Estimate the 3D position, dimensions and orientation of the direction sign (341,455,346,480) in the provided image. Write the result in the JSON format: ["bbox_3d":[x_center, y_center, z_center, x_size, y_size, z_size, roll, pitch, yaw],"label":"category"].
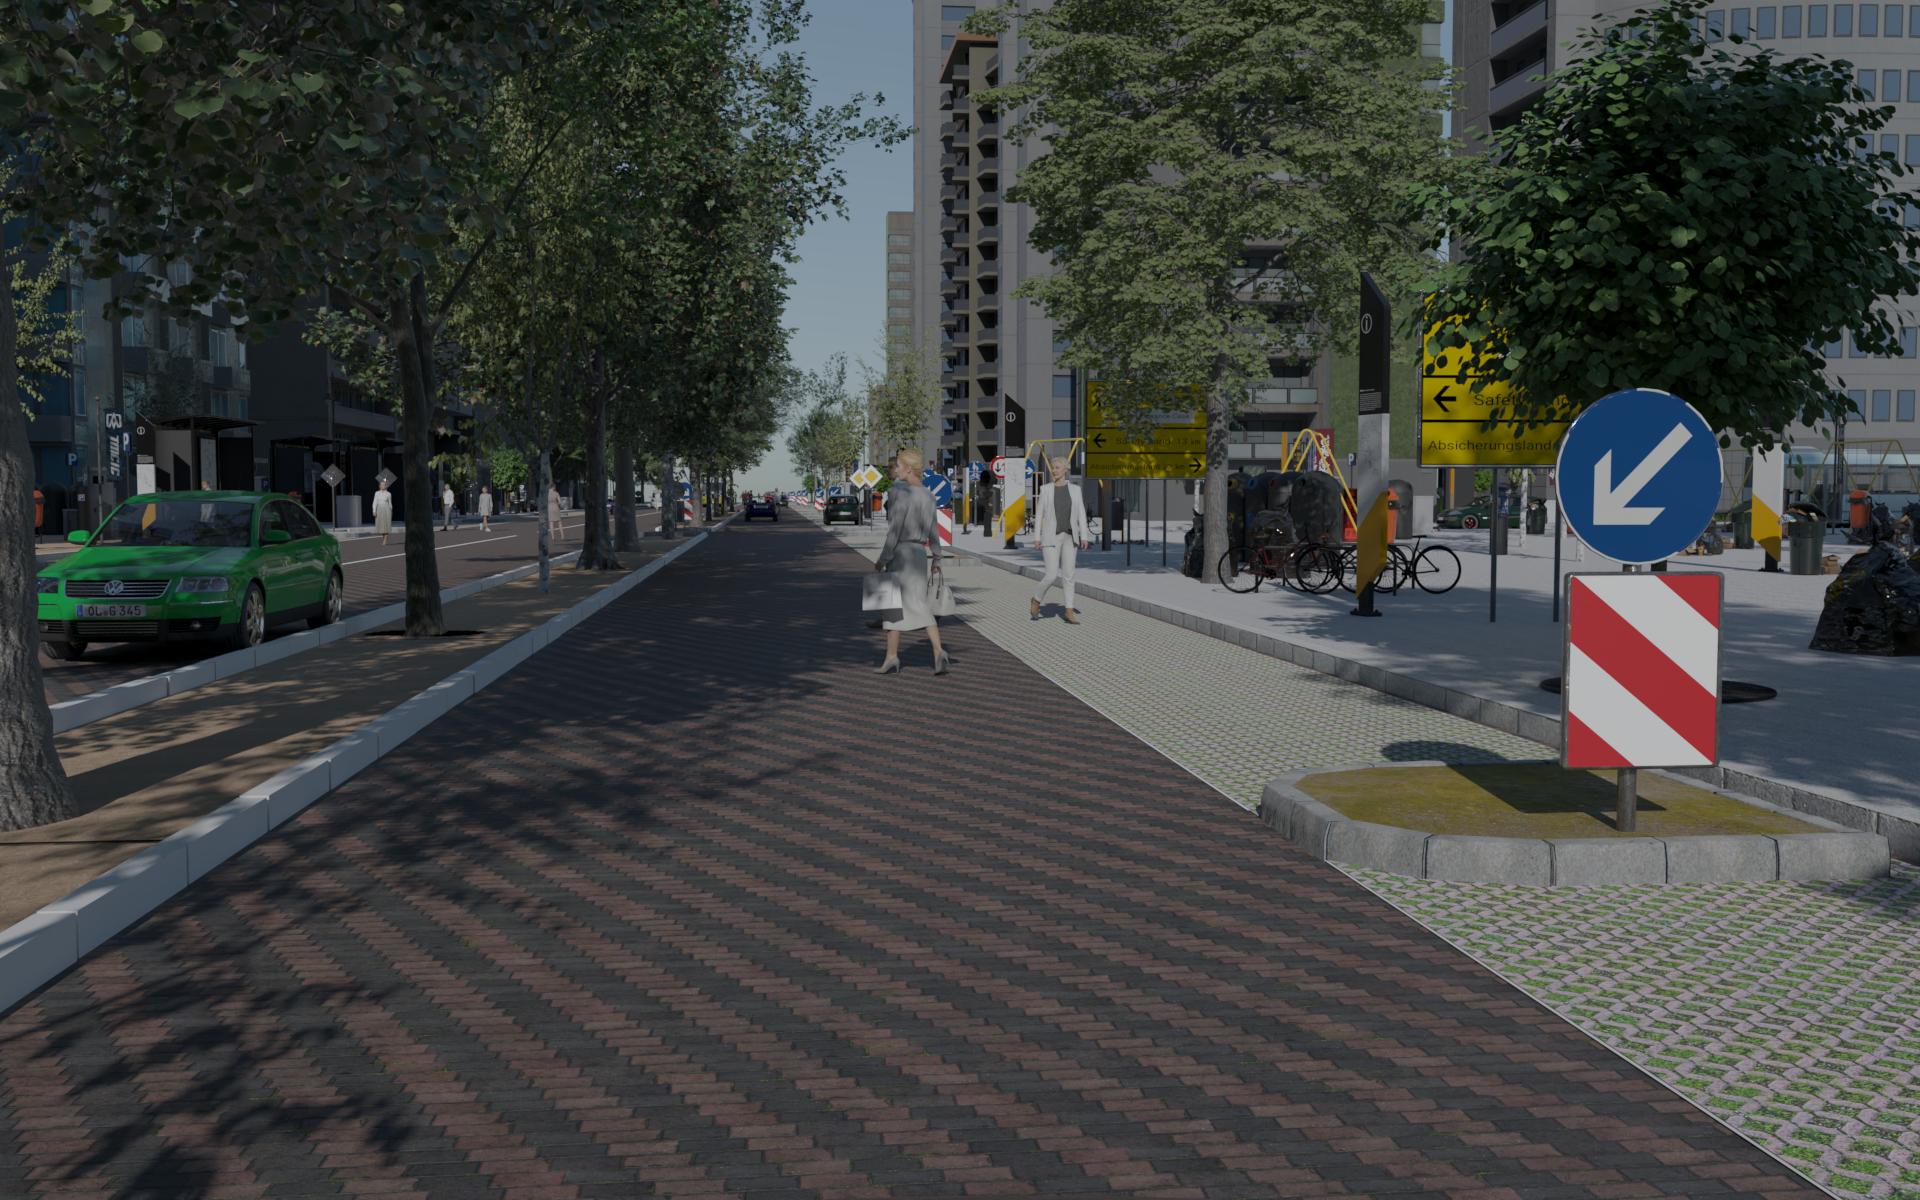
[{"bbox_3d":[-35.100,-6.562,99.290,0.876,3.537,0.379,1,4,20],"label":"direction sign"}]

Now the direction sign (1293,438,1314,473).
[{"bbox_3d":[13.859,-4.766,69.925,0.876,3.537,0.379,2,4,32],"label":"direction sign"}]

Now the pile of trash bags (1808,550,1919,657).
[{"bbox_3d":[8.851,-0.268,14.134,3.447,1.369,1.912,-1,4,-21],"label":"pile of trash bags"}]

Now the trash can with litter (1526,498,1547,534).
[{"bbox_3d":[18.253,-2.681,55.225,0.624,1.170,1.055,-1,4,-12],"label":"trash can with litter"}]

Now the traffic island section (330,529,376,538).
[{"bbox_3d":[-20.801,-2.153,57.490,2.009,0.180,2.903,0,4,-6],"label":"traffic island section"}]

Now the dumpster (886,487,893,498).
[{"bbox_3d":[-3.942,-6.296,108.693,1.264,1.857,1.865,0,4,-6],"label":"dumpster"}]

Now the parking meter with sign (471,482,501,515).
[{"bbox_3d":[-28.940,-6.689,105.632,1.738,3.016,0.543,0,3,0],"label":"parking meter with sign"}]

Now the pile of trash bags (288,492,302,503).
[{"bbox_3d":[-26.123,-3.464,66.389,1.912,1.369,3.447,0,4,2],"label":"pile of trash bags"}]

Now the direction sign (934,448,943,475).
[{"bbox_3d":[-0.996,-5.773,86.384,0.379,3.537,0.876,1,4,17],"label":"direction sign"}]

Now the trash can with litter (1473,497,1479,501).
[{"bbox_3d":[22.066,-3.764,72.930,1.055,1.170,0.624,-1,4,-21],"label":"trash can with litter"}]

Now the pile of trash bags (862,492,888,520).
[{"bbox_3d":[-3.071,-4.572,84.504,3.447,1.369,1.912,3,5,42],"label":"pile of trash bags"}]

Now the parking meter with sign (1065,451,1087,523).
[{"bbox_3d":[4.546,-4.521,70.178,1.738,3.016,0.543,-3,5,-44],"label":"parking meter with sign"}]

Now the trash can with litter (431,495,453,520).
[{"bbox_3d":[-26.726,-4.641,86.938,2.233,1.210,1.678,1,4,9],"label":"trash can with litter"}]

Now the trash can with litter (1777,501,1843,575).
[{"bbox_3d":[13.581,-0.992,27.605,1.055,1.170,0.624,-2,4,-34],"label":"trash can with litter"}]

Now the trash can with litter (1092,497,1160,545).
[{"bbox_3d":[4.153,-2.023,44.129,1.678,1.210,2.233,-2,4,-34],"label":"trash can with litter"}]

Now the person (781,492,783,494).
[{"bbox_3d":[-22.835,-13.065,222.794,1.217,1.739,0.721,2,4,27],"label":"person"}]

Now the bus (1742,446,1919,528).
[{"bbox_3d":[37.758,-4.483,68.150,13.247,3.499,2.948,0,4,-6],"label":"bus"}]

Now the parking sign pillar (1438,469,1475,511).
[{"bbox_3d":[21.354,-5.242,74.173,1.447,3.967,1.447,0,4,4],"label":"parking sign pillar"}]

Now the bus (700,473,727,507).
[{"bbox_3d":[-27.012,-12.125,189.797,2.896,3.916,12.252,0,4,-8],"label":"bus"}]

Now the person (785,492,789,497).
[{"bbox_3d":[-27.143,-15.869,268.675,1.217,1.735,0.721,0,4,-4],"label":"person"}]

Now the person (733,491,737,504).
[{"bbox_3d":[-33.698,-15.376,259.881,0.705,1.826,1.348,1,4,20],"label":"person"}]

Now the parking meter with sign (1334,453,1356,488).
[{"bbox_3d":[15.767,-4.693,72.985,1.738,3.016,0.543,-1,4,-17],"label":"parking meter with sign"}]

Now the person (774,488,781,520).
[{"bbox_3d":[-10.169,-5.368,96.491,0.478,1.798,0.641,-2,4,-29],"label":"person"}]

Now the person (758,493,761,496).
[{"bbox_3d":[-33.381,-17.018,288.205,0.593,1.643,0.415,-2,4,-33],"label":"person"}]

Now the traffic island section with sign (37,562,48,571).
[{"bbox_3d":[-17.994,-1.417,31.793,1.989,1.847,2.006,0,4,-6],"label":"traffic island section with sign"}]

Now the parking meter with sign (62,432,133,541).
[{"bbox_3d":[-23.992,-3.176,48.184,0.543,3.016,1.738,3,5,44],"label":"parking meter with sign"}]

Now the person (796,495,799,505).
[{"bbox_3d":[-21.343,-13.453,229.012,0.434,1.755,0.990,-2,4,-34],"label":"person"}]

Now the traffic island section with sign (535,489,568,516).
[{"bbox_3d":[-27.110,-6.505,114.992,1.989,1.847,2.006,0,4,-6],"label":"traffic island section with sign"}]

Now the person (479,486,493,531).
[{"bbox_3d":[-18.357,-3.525,66.889,0.760,1.731,0.466,3,4,39],"label":"person"}]

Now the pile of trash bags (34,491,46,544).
[{"bbox_3d":[-24.967,-2.128,44.550,3.447,1.369,1.912,1,4,17],"label":"pile of trash bags"}]

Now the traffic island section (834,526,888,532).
[{"bbox_3d":[-3.883,-2.757,67.362,2.009,0.180,2.903,0,4,-6],"label":"traffic island section"}]

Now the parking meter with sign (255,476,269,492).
[{"bbox_3d":[-30.164,-4.789,74.561,1.738,3.016,0.543,1,4,22],"label":"parking meter with sign"}]

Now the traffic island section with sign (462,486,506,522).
[{"bbox_3d":[-24.164,-4.859,88.065,1.989,1.847,2.006,0,4,-6],"label":"traffic island section with sign"}]

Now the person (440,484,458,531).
[{"bbox_3d":[-19.900,-3.594,67.368,0.679,1.850,0.850,3,5,43],"label":"person"}]

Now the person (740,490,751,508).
[{"bbox_3d":[-20.193,-9.471,163.378,1.348,1.821,0.705,-2,4,-30],"label":"person"}]

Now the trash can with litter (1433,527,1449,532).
[{"bbox_3d":[15.927,-2.937,59.079,2.233,1.210,1.678,-2,4,-29],"label":"trash can with litter"}]

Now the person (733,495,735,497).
[{"bbox_3d":[-37.776,-16.960,286.531,1.217,1.736,0.721,-2,4,-24],"label":"person"}]

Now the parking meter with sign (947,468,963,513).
[{"bbox_3d":[-0.138,-7.404,117.309,0.543,3.016,1.738,2,4,35],"label":"parking meter with sign"}]

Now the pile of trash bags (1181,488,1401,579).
[{"bbox_3d":[5.101,-1.055,27.007,3.447,1.369,1.912,1,4,16],"label":"pile of trash bags"}]

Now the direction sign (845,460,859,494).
[{"bbox_3d":[-7.150,-7.502,114.649,0.876,3.537,0.379,0,4,0],"label":"direction sign"}]

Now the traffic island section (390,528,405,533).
[{"bbox_3d":[-21.669,-2.639,65.428,2.009,0.180,2.903,0,4,-6],"label":"traffic island section"}]

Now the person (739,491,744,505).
[{"bbox_3d":[-29.552,-13.917,235.974,1.348,1.831,0.705,1,4,23],"label":"person"}]

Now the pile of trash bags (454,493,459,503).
[{"bbox_3d":[-39.087,-7.842,137.971,3.447,1.369,1.912,2,4,31],"label":"pile of trash bags"}]

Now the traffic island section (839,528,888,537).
[{"bbox_3d":[-3.015,-2.272,59.424,2.009,0.180,2.903,0,4,-6],"label":"traffic island section"}]

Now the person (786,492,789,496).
[{"bbox_3d":[-29.510,-17.674,298.178,1.217,1.736,0.721,-3,4,-38],"label":"person"}]

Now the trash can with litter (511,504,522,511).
[{"bbox_3d":[-32.755,-7.182,128.491,2.233,1.210,1.678,1,4,19],"label":"trash can with litter"}]

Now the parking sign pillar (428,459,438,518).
[{"bbox_3d":[-29.139,-6.465,94.181,1.447,3.967,1.447,1,4,15],"label":"parking sign pillar"}]

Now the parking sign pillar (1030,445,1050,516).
[{"bbox_3d":[4.598,-6.533,95.284,1.447,3.967,1.447,0,4,-6],"label":"parking sign pillar"}]

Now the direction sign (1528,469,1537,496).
[{"bbox_3d":[24.068,-4.954,72.996,0.876,3.537,0.379,-3,5,-43],"label":"direction sign"}]

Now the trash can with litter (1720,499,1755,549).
[{"bbox_3d":[18.072,-1.768,40.291,1.055,1.170,0.624,-1,4,-13],"label":"trash can with litter"}]

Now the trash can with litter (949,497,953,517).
[{"bbox_3d":[-0.642,-4.501,84.985,0.624,1.170,1.055,0,4,0],"label":"trash can with litter"}]

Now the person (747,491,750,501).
[{"bbox_3d":[-23.553,-11.277,193.555,0.721,1.739,1.217,0,4,3],"label":"person"}]

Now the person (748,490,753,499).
[{"bbox_3d":[-22.479,-10.915,186.598,0.705,1.869,1.348,-3,4,-38],"label":"person"}]
